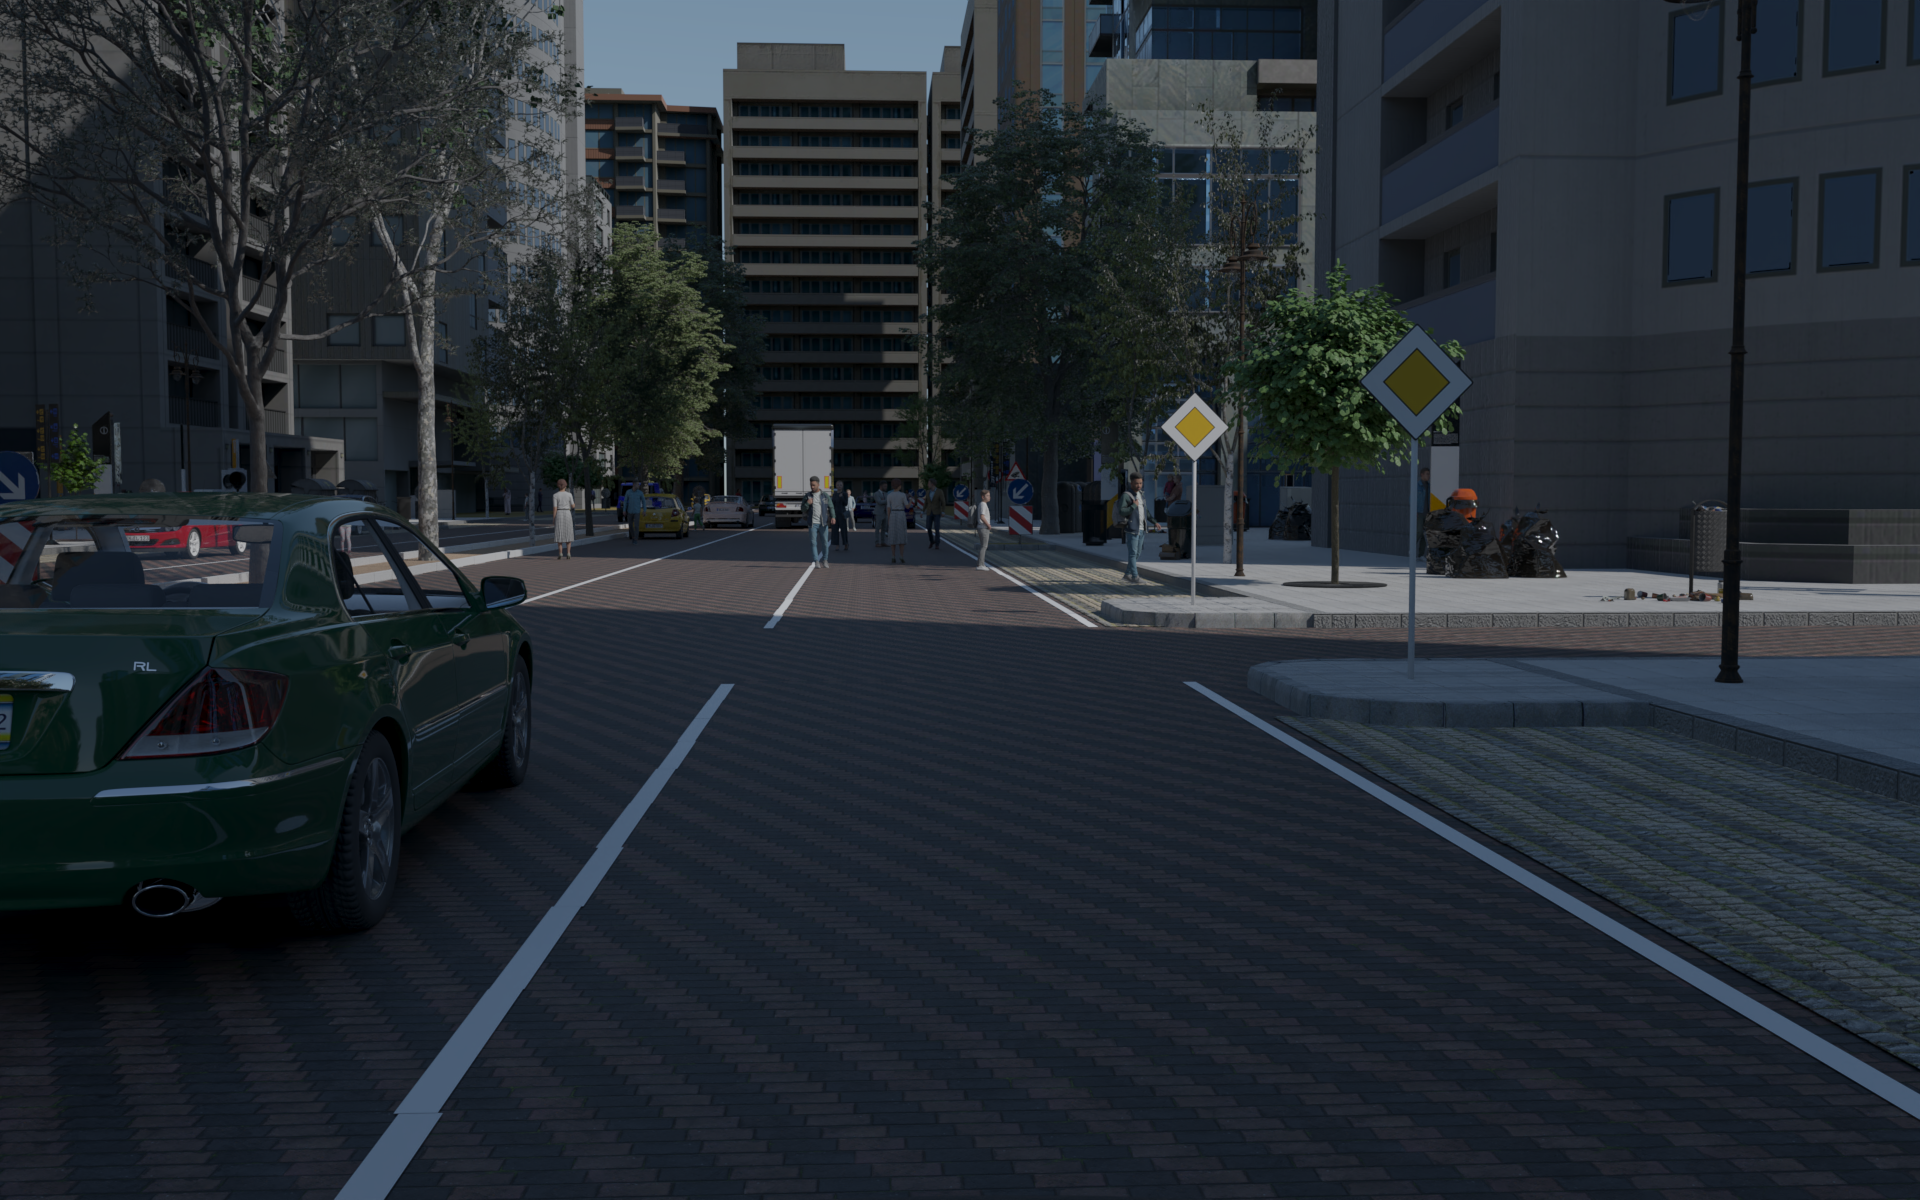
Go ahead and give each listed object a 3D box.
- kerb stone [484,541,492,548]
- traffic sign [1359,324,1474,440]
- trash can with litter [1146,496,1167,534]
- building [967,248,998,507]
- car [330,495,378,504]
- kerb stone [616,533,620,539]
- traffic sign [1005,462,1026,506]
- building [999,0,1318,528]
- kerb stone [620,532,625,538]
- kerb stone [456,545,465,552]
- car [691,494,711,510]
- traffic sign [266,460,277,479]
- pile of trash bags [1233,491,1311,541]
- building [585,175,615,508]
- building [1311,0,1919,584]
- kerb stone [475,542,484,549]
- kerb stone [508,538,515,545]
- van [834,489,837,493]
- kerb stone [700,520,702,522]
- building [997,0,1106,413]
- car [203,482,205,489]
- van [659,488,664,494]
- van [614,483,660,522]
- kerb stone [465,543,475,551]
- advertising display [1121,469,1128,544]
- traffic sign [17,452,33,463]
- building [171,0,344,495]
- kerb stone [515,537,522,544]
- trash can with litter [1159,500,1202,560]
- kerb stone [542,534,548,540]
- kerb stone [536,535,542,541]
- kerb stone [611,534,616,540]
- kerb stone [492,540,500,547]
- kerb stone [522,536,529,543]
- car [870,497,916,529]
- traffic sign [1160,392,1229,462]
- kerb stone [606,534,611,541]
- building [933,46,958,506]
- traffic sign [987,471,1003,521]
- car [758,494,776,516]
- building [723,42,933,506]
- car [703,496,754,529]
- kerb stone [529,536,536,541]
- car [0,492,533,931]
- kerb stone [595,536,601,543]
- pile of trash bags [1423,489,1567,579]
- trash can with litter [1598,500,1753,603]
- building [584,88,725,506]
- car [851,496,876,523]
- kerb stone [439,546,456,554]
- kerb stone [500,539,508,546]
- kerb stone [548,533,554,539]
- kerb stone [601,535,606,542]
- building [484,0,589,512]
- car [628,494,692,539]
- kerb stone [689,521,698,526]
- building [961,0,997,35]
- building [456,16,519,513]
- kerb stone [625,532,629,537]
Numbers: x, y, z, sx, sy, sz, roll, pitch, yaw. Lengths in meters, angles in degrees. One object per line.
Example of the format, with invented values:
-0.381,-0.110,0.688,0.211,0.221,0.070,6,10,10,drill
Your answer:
-12.629,-1.445,45.864,0.120,0.150,1.000,0,4,-3,kerb stone
3.147,-0.595,11.920,0.795,2.593,0.064,0,4,-3,traffic sign
6.914,-2.781,56.535,2.233,1.210,1.678,2,4,29,trash can with litter
15.177,-17.585,132.555,27.650,21.520,28.899,0,4,-3,building
-21.598,-3.001,61.065,2.014,1.417,4.499,0,4,-3,car
-11.046,-2.019,55.211,0.120,0.150,1.000,0,4,-3,kerb stone
2.225,-4.218,68.968,0.884,2.594,0.081,0,4,5,traffic sign
14.128,-46.836,78.436,22.319,86.520,31.000,0,4,-3,building
-11.092,-2.082,56.232,0.120,0.150,1.000,0,4,-3,kerb stone
-12.459,-1.260,42.790,0.120,0.150,1.000,0,4,-3,kerb stone
-23.972,-9.235,161.217,2.015,1.641,3.980,0,4,-2,car
-23.861,-3.631,59.376,0.884,2.594,0.081,0,4,2,traffic sign
9.129,-2.365,48.428,3.447,1.369,1.912,0,3,0,pile of trash bags
-39.374,-23.686,158.967,14.107,30.474,14.160,0,4,-3,building
23.174,-30.036,33.085,28.212,58.520,21.231,0,4,-3,building
-12.571,-1.384,44.839,0.120,0.150,1.000,0,4,-3,kerb stone
-12.798,-1.633,48.934,0.120,0.150,1.000,0,4,-3,kerb stone
-9.917,-7.800,134.547,2.013,2.044,4.112,0,4,-2,van
-12.557,-3.711,82.867,0.120,0.150,1.000,0,4,-3,kerb stone
9.762,-28.086,109.320,14.600,45.320,14.200,0,4,-3,building
-17.763,-1.854,39.347,2.155,1.783,4.494,0,4,-2,car
-22.220,-7.206,124.832,2.013,2.044,4.112,0,4,-3,van
-16.795,-5.280,90.712,2.240,2.365,5.245,0,4,-5,van
-12.520,-1.320,43.819,0.120,0.150,1.000,0,4,-3,kerb stone
4.256,-2.424,44.842,0.123,1.923,0.974,1,4,10,advertising display
-22.800,-2.442,42.061,0.606,2.300,0.079,0,3,0,traffic sign
-37.813,-38.719,71.305,20.563,71.187,20.611,0,4,-3,building
-12.857,-1.699,49.966,0.120,0.150,1.000,0,4,-3,kerb stone
4.298,-1.383,33.997,0.624,1.170,1.055,2,4,25,trash can with litter
-13.085,-1.944,54.058,0.120,0.150,1.000,0,4,-3,kerb stone
-13.029,-1.886,53.037,0.120,0.150,1.000,0,4,-3,kerb stone
-10.982,-1.957,54.184,0.120,0.150,1.000,0,4,-3,kerb stone
-12.680,-1.510,46.885,0.120,0.150,1.000,0,4,-3,kerb stone
-12.915,-1.760,50.990,0.120,0.150,1.000,0,4,-3,kerb stone
-2.816,-3.702,73.110,1.945,1.354,3.894,0,4,-5,car
2.709,-1.083,19.893,0.795,2.593,0.064,0,4,-3,traffic sign
-10.932,-1.894,53.163,0.120,0.150,1.000,0,4,-3,kerb stone
7.045,-34.764,192.086,21.600,48.544,21.300,0,4,-3,building
1.686,-5.034,82.406,0.768,2.556,0.104,0,4,2,traffic sign
-12.159,-6.294,112.693,2.009,1.686,4.222,0,4,-3,car
-14.513,-34.680,190.717,21.600,48.544,21.300,0,4,-3,building
-9.800,-3.734,73.412,2.083,1.381,4.827,0,4,-2,car
-12.968,-1.824,52.017,0.120,0.150,1.000,0,4,-3,kerb stone
-2.940,0.291,7.039,2.131,1.459,4.920,0,4,-5,car
-10.817,-1.768,51.103,0.120,0.150,1.000,0,4,-3,kerb stone
8.388,-1.104,27.799,1.912,1.369,3.447,0,4,2,pile of trash bags
8.725,-0.614,21.095,2.233,1.210,1.678,-1,4,-10,trash can with litter
-40.401,-32.725,189.685,28.867,44.769,22.147,0,4,-3,building
-4.635,-4.605,87.877,1.945,1.354,3.894,0,4,-2,car
-12.406,-1.197,41.763,0.120,0.150,1.000,0,4,-3,kerb stone
-12.743,-1.573,47.913,0.120,0.150,1.000,0,4,-3,kerb stone
-13.143,-2.010,55.095,0.120,0.150,1.000,0,4,-3,kerb stone
-10.875,-1.831,52.135,0.120,0.150,1.000,0,4,-3,kerb stone
-41.863,-36.216,134.123,21.231,58.520,28.212,0,4,-3,building
-9.735,-2.810,56.172,2.015,1.641,3.980,0,4,-5,car
-12.450,-3.585,80.812,0.120,0.150,1.000,0,4,-3,kerb stone
11.265,-32.619,157.021,21.300,48.544,21.600,0,4,-3,building
-43.579,-31.602,105.928,28.713,52.752,27.495,0,4,-3,building
-11.155,-2.144,57.253,0.120,0.150,1.000,0,4,-3,kerb stone
